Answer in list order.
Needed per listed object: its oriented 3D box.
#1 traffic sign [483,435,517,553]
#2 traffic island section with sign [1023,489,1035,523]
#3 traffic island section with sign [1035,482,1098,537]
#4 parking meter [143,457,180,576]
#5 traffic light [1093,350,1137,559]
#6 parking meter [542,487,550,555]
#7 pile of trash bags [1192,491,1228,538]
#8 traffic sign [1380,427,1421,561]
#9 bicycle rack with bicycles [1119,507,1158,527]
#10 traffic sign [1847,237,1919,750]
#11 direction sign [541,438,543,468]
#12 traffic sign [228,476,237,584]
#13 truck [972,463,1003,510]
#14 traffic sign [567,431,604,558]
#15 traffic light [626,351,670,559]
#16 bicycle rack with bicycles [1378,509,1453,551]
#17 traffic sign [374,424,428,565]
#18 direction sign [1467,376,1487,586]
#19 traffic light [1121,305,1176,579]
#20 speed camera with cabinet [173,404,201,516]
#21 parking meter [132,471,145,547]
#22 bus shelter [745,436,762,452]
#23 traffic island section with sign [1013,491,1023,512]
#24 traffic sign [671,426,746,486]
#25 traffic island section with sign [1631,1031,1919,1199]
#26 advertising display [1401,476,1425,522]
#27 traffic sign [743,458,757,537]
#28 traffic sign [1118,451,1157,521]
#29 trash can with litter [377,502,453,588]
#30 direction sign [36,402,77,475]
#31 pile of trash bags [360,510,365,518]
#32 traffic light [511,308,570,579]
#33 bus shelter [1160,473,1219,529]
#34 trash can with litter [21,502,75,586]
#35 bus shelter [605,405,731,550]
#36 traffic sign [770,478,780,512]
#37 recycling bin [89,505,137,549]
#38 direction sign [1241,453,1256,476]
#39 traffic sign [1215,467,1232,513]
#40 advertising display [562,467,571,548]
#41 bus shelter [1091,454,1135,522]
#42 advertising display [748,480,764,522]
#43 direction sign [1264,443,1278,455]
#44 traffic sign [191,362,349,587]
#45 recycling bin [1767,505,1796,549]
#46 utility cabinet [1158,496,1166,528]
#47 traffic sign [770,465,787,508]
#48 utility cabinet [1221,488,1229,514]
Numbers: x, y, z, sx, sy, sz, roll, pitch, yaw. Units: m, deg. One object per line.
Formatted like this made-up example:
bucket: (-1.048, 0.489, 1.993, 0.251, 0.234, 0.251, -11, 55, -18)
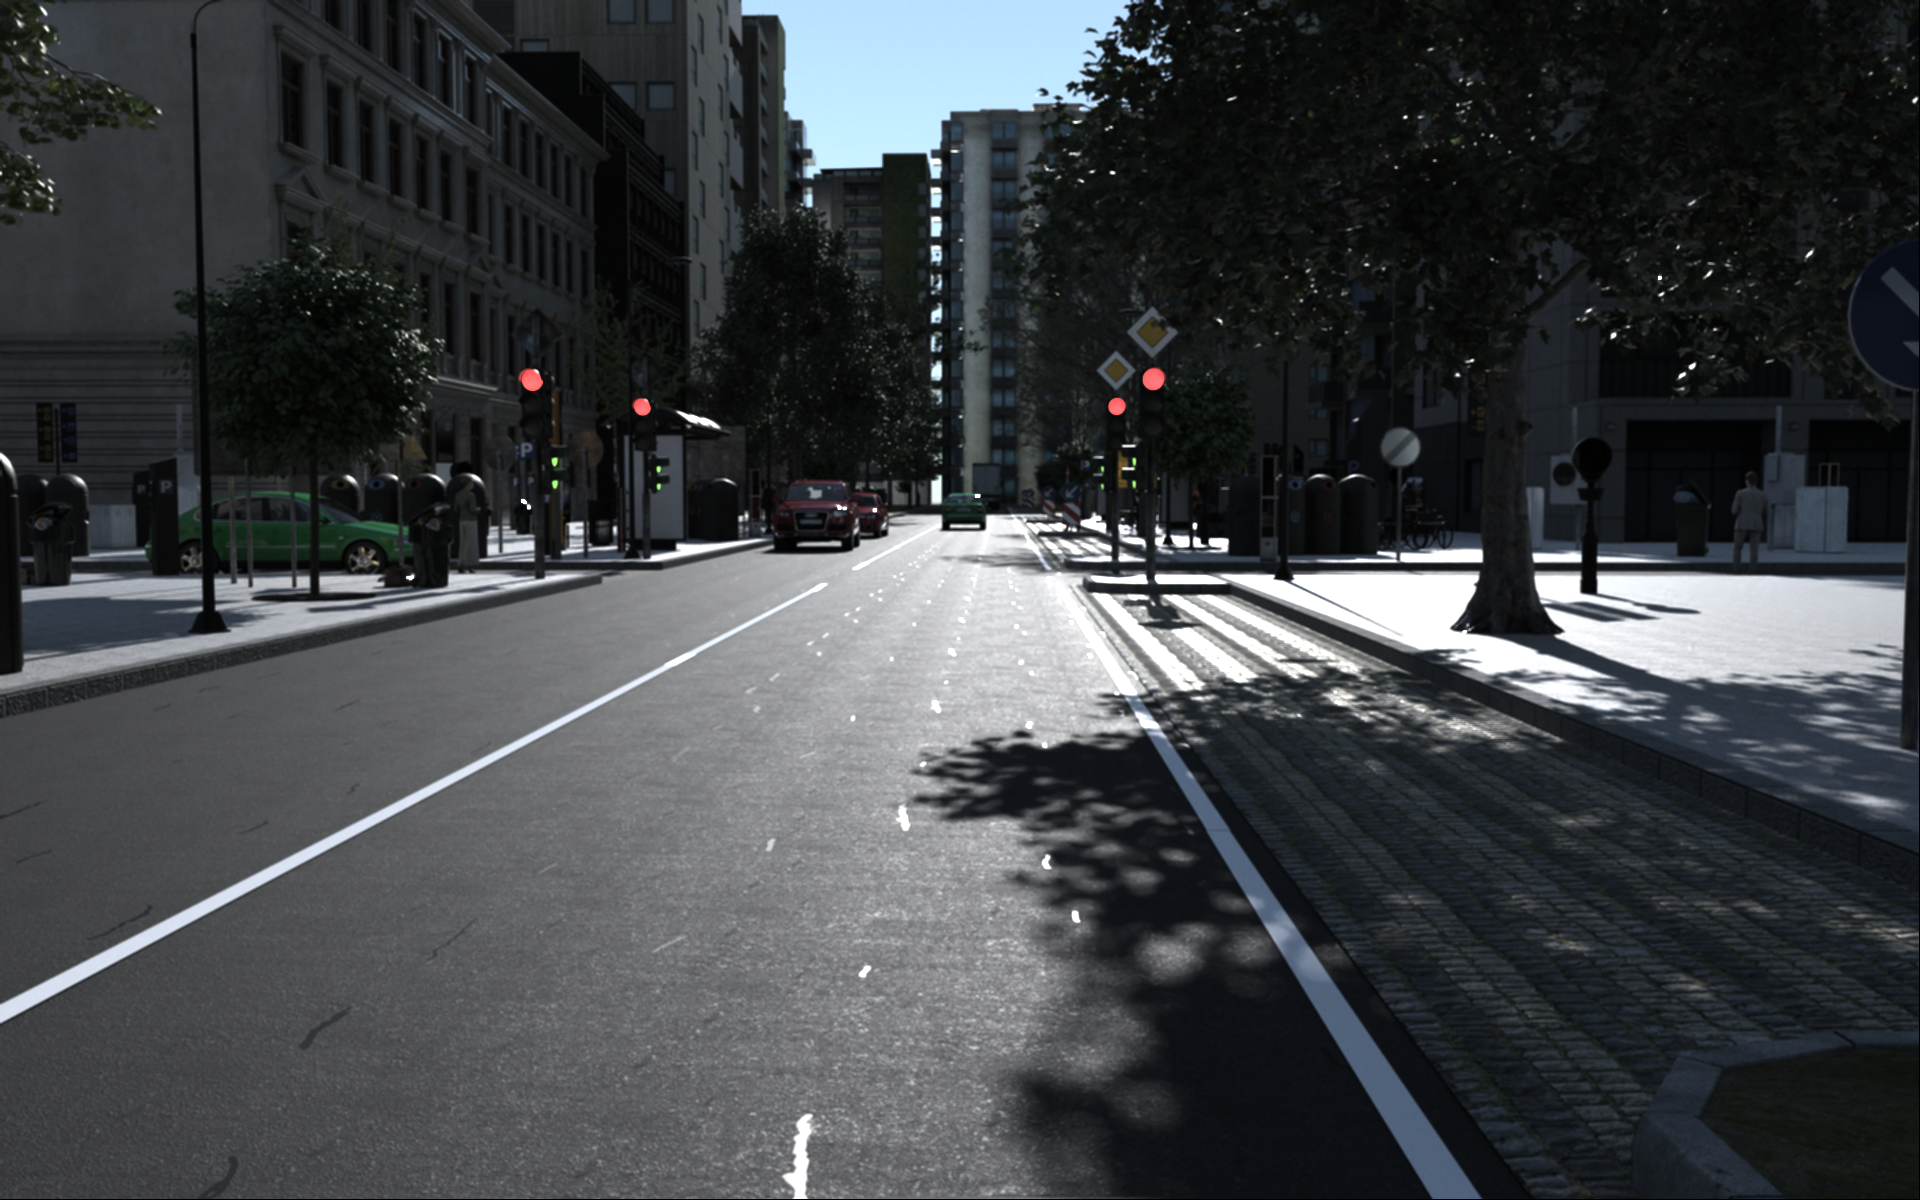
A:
traffic sign: (-9.989, -2.293, 37.596, 0.768, 2.556, 0.104, 1, 4, 10)
traffic island section with sign: (4.253, -4.708, 85.610, 1.989, 1.847, 2.006, 0, 4, 1)
traffic island section with sign: (3.637, -3.060, 58.662, 1.989, 1.847, 2.006, 0, 4, 1)
parking meter: (-12.558, -1.321, 27.304, 0.399, 1.863, 0.255, -3, 5, -41)
traffic light: (3.033, -2.754, 33.957, 0.839, 4.253, 0.868, 0, 4, 1)
parking meter: (-8.675, -1.707, 36.319, 0.372, 1.533, 0.369, 0, 3, 0)
pile of trash bags: (7.864, -2.590, 52.094, 1.912, 1.369, 3.447, -1, 4, -20)
traffic sign: (8.407, -2.021, 33.143, 0.768, 2.556, 0.104, 0, 4, 8)
bicycle rack with bicycles: (7.439, -3.403, 69.019, 2.925, 0.926, 2.852, 3, 4, 38)
traffic sign: (4.784, -0.523, 8.653, 0.768, 2.556, 0.104, 0, 4, 4)
direction sign: (-16.533, -4.713, 69.049, 0.379, 3.537, 0.876, 3, 4, 36)
traffic sign: (-10.415, -1.508, 24.767, 0.768, 2.556, 0.104, 1, 4, 9)
truck: (2.529, -10.612, 162.412, 2.839, 4.237, 11.283, 0, 4, 2)
traffic sign: (-7.537, -2.123, 34.817, 0.768, 2.556, 0.104, 0, 4, 7)
traffic light: (-6.177, -2.766, 34.149, 0.839, 4.253, 0.868, 0, 4, 1)
bicycle rack with bicycles: (10.256, -1.657, 40.479, 2.925, 0.926, 2.852, -1, 4, -20)
traffic sign: (-8.635, -1.633, 26.707, 0.884, 2.594, 0.081, 1, 4, 9)
direction sign: (7.383, -1.965, 24.130, 0.876, 3.537, 0.379, -2, 4, -30)
traffic light: (2.852, -2.266, 25.974, 0.839, 4.253, 0.868, 0, 4, 1)
speed camera with cabinet: (-16.755, -2.645, 37.581, 0.660, 3.252, 2.038, -1, 4, -20)
parking meter: (-19.712, -2.205, 41.767, 0.399, 1.863, 0.255, -1, 4, -11)
bus shelter: (-7.679, -3.748, 55.198, 2.014, 3.302, 5.546, 0, 4, 1)
traffic island section with sign: (5.384, -7.778, 135.798, 1.989, 1.847, 2.006, 0, 4, 1)
traffic sign: (-7.533, -3.544, 51.812, 2.265, 3.308, 0.079, 0, 4, 5)
traffic island section with sign: (2.374, 0.339, 3.086, 1.989, 1.847, 2.006, 0, 4, 1)
advertising display: (16.257, -3.502, 62.476, 0.974, 1.923, 0.123, 2, 4, 30)
traffic sign: (-6.489, -3.110, 52.026, 0.795, 2.450, 0.064, 0, 4, 2)
traffic sign: (7.950, -5.252, 79.735, 2.265, 3.308, 0.079, 1, 4, 11)
trash can with litter: (-7.525, -0.763, 23.857, 1.055, 1.170, 0.624, 1, 4, 13)
direction sign: (-22.359, -3.116, 42.943, 0.876, 3.537, 0.379, -1, 4, -16)
pile of trash bags: (-13.421, -1.758, 38.492, 1.912, 1.369, 3.447, 3, 5, 44)
traffic light: (-6.357, -2.278, 26.166, 0.839, 4.253, 0.868, 0, 4, 1)
bus shelter: (8.093, -4.117, 61.239, 2.014, 3.302, 5.546, 0, 4, 1)
trash can with litter: (-12.949, -0.792, 24.343, 1.055, 1.170, 0.624, 2, 4, 30)
bus shelter: (-6.972, -2.942, 42.029, 2.014, 3.302, 5.546, 0, 4, 1)
traffic sign: (-8.739, -5.031, 82.253, 0.884, 2.594, 0.081, 0, 4, 6)
recycling bin: (-19.803, -1.709, 40.491, 0.722, 1.027, 0.722, 1, 4, 22)
direction sign: (15.985, -6.360, 95.982, 0.876, 3.537, 0.379, 3, 5, 39)
traffic sign: (8.705, -3.539, 57.971, 0.768, 2.556, 0.104, 0, 4, 5)
advertising display: (-9.469, -2.192, 41.050, 0.123, 1.923, 0.974, 1, 4, 9)
bus shelter: (7.468, -5.466, 83.292, 2.014, 3.302, 5.546, 0, 4, 1)
advertising display: (-9.436, -4.579, 80.086, 0.123, 1.923, 0.974, 3, 4, 36)
direction sign: (13.940, -5.242, 77.696, 0.876, 3.537, 0.379, -3, 4, -37)
traffic sign: (-9.457, -1.826, 23.731, 2.265, 3.308, 0.079, 0, 4, 8)
recycling bin: (19.343, -1.718, 40.635, 0.722, 1.027, 0.722, 2, 4, 25)
utility cabinet: (8.046, -3.361, 66.116, 1.020, 1.237, 0.306, 3, 5, 41)
traffic sign: (-7.894, -4.584, 75.054, 0.768, 2.556, 0.104, 0, 4, 6)
utility cabinet: (9.815, -3.349, 63.428, 1.173, 1.500, 0.318, -2, 4, -34)
